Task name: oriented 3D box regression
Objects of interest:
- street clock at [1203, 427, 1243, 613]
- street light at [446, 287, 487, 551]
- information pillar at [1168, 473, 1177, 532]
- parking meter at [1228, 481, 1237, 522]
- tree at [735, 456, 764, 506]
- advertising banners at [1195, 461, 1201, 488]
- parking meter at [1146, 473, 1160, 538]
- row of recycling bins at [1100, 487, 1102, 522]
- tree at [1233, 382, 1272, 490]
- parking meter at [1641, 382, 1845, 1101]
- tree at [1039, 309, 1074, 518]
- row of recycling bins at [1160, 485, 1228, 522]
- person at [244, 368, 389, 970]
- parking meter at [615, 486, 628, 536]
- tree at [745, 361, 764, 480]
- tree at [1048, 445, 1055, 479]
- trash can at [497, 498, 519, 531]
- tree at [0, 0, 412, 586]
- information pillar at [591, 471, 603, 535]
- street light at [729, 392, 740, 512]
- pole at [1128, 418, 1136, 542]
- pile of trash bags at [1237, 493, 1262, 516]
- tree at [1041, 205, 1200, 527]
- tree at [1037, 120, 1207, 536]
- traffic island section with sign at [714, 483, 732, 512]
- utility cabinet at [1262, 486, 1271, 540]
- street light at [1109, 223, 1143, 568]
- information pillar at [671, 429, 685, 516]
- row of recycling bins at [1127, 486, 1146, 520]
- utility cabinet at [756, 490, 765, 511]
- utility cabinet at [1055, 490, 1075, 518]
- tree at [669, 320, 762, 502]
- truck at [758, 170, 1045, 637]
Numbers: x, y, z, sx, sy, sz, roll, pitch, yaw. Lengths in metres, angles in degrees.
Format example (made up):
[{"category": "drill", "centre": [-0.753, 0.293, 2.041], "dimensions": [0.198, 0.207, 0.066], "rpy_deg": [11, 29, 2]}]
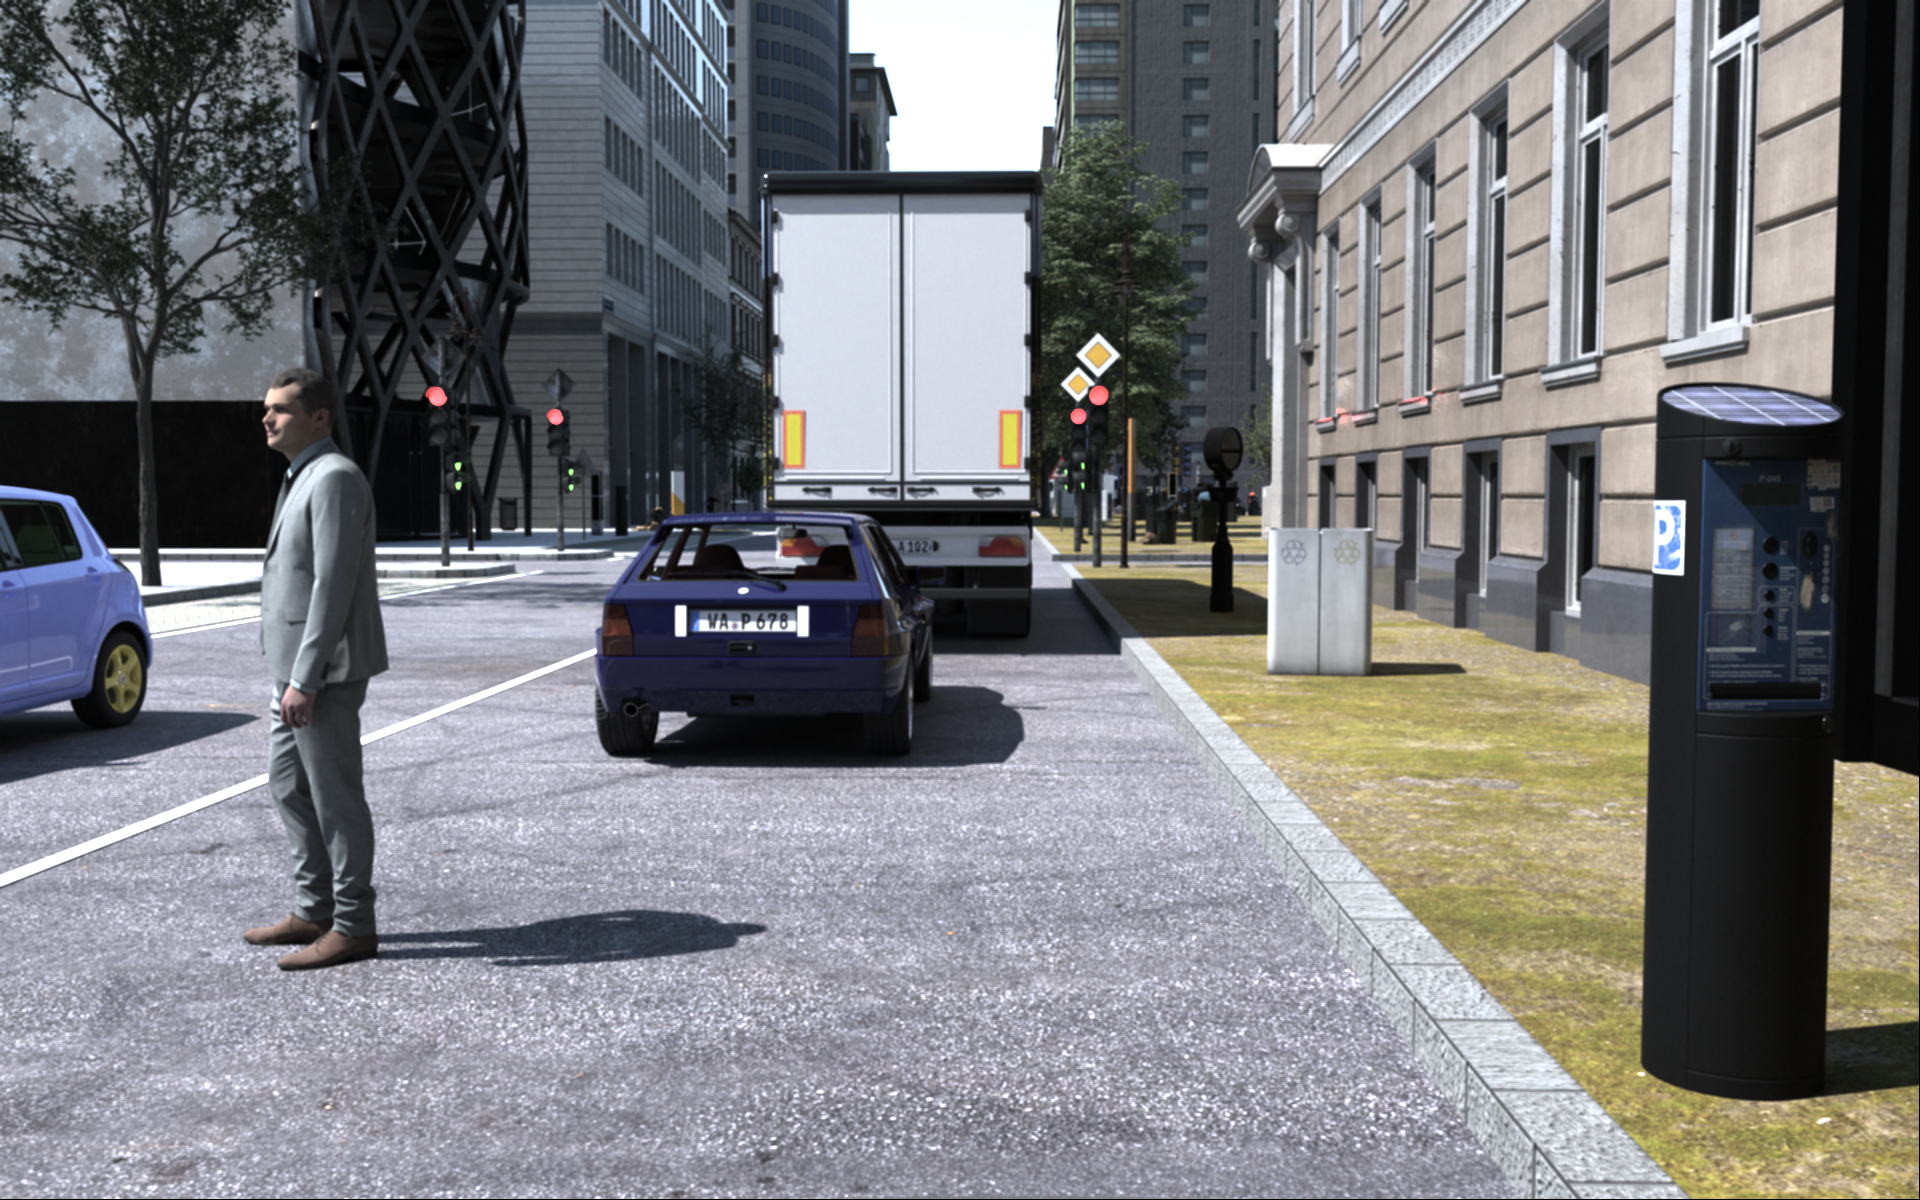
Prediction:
[{"category": "street clock", "centre": [2.853, -0.871, 18.810], "dimensions": [0.358, 2.002, 0.471], "rpy_deg": [3, 4, 39]}, {"category": "street light", "centre": [-11.003, -4.036, 38.781], "dimensions": [0.468, 5.910, 1.993], "rpy_deg": [0, 4, 1]}, {"category": "information pillar", "centre": [7.282, -3.356, 59.355], "dimensions": [0.304, 2.012, 0.304], "rpy_deg": [0, 4, 6]}, {"category": "parking meter", "centre": [12.322, -4.442, 78.341], "dimensions": [0.399, 1.863, 0.255], "rpy_deg": [2, 4, 27]}, {"category": "tree", "centre": [-10.457, -5.643, 86.858], "dimensions": [1.663, 3.219, 1.824], "rpy_deg": [0, 3, 0]}, {"category": "advertising banners", "centre": [12.934, -5.800, 91.012], "dimensions": [0.090, 3.025, 2.074], "rpy_deg": [3, 5, 43]}, {"category": "parking meter", "centre": [5.304, -2.565, 47.651], "dimensions": [0.255, 1.863, 0.399], "rpy_deg": [3, 4, 37]}, {"category": "row of recycling bins", "centre": [5.902, -4.338, 78.042], "dimensions": [1.069, 1.692, 3.534], "rpy_deg": [0, 4, 5]}, {"category": "tree", "centre": [19.697, -9.773, 110.154], "dimensions": [4.737, 8.622, 4.395], "rpy_deg": [0, 3, 0]}, {"category": "parking meter", "centre": [1.709, 0.282, 3.793], "dimensions": [0.372, 1.533, 0.369], "rpy_deg": [0, 3, 0]}, {"category": "tree", "centre": [4.669, -11.458, 93.990], "dimensions": [9.857, 13.997, 8.962], "rpy_deg": [0, 3, 0]}, {"category": "row of recycling bins", "centre": [10.618, -4.412, 79.256], "dimensions": [3.534, 1.692, 1.069], "rpy_deg": [0, 4, 4]}, {"category": "person", "centre": [-1.965, 0.200, 5.325], "dimensions": [0.391, 1.810, 0.635], "rpy_deg": [-2, 4, -32]}, {"category": "parking meter", "centre": [-10.387, -2.735, 53.129], "dimensions": [0.372, 1.533, 0.369], "rpy_deg": [0, 3, 0]}, {"category": "tree", "centre": [-9.687, -8.647, 91.743], "dimensions": [4.737, 8.622, 4.395], "rpy_deg": [0, 3, 0]}, {"category": "tree", "centre": [5.677, -11.820, 143.617], "dimensions": [4.737, 8.622, 4.395], "rpy_deg": [0, 3, 0]}, {"category": "trash can", "centre": [-15.830, -2.999, 60.693], "dimensions": [0.748, 1.137, 0.748], "rpy_deg": [0, 3, 0]}, {"category": "tree", "centre": [-11.428, -5.451, 23.542], "dimensions": [8.767, 10.594, 7.601], "rpy_deg": [1, 4, 20]}, {"category": "information pillar", "centre": [-11.360, -3.041, 54.210], "dimensions": [0.304, 2.012, 0.304], "rpy_deg": [0, 4, 6]}, {"category": "street light", "centre": [-9.997, -6.339, 76.435], "dimensions": [0.468, 5.910, 1.993], "rpy_deg": [0, 4, 1]}, {"category": "pole", "centre": [4.632, -3.230, 46.654], "dimensions": [0.158, 3.312, 0.155], "rpy_deg": [0, 3, 0]}, {"category": "pile of trash bags", "centre": [17.169, -5.710, 103.118], "dimensions": [1.912, 1.369, 3.447], "rpy_deg": [1, 4, 19]}, {"category": "tree", "centre": [4.769, -9.166, 66.873], "dimensions": [9.611, 12.733, 9.660], "rpy_deg": [0, 3, 0]}, {"category": "tree", "centre": [3.922, -8.256, 53.112], "dimensions": [7.486, 12.596, 7.792], "rpy_deg": [0, 3, 0]}, {"category": "traffic island section with sign", "centre": [-8.376, -3.208, 61.072], "dimensions": [1.989, 1.847, 2.006], "rpy_deg": [0, 4, 1]}, {"category": "utility cabinet", "centre": [8.641, -2.333, 46.829], "dimensions": [0.318, 1.500, 1.173], "rpy_deg": [-2, 4, -29]}, {"category": "street light", "centre": [2.845, -3.491, 29.860], "dimensions": [0.468, 5.910, 1.993], "rpy_deg": [0, 4, 1]}, {"category": "information pillar", "centre": [-10.191, -4.362, 62.670], "dimensions": [0.504, 3.616, 0.183], "rpy_deg": [-3, 5, -40]}, {"category": "row of recycling bins", "centre": [8.992, -4.821, 85.943], "dimensions": [1.069, 1.692, 3.534], "rpy_deg": [1, 4, 15]}, {"category": "utility cabinet", "centre": [-10.591, -5.230, 94.185], "dimensions": [0.318, 1.500, 1.173], "rpy_deg": [2, 4, 34]}, {"category": "utility cabinet", "centre": [5.798, -5.115, 92.312], "dimensions": [1.173, 1.500, 0.318], "rpy_deg": [-2, 4, -27]}, {"category": "tree", "centre": [-10.074, -7.482, 72.695], "dimensions": [4.360, 8.622, 3.978], "rpy_deg": [0, 3, 0]}, {"category": "truck", "centre": [-0.345, -1.941, 20.654], "dimensions": [2.839, 4.237, 11.283], "rpy_deg": [0, 4, 2]}]
